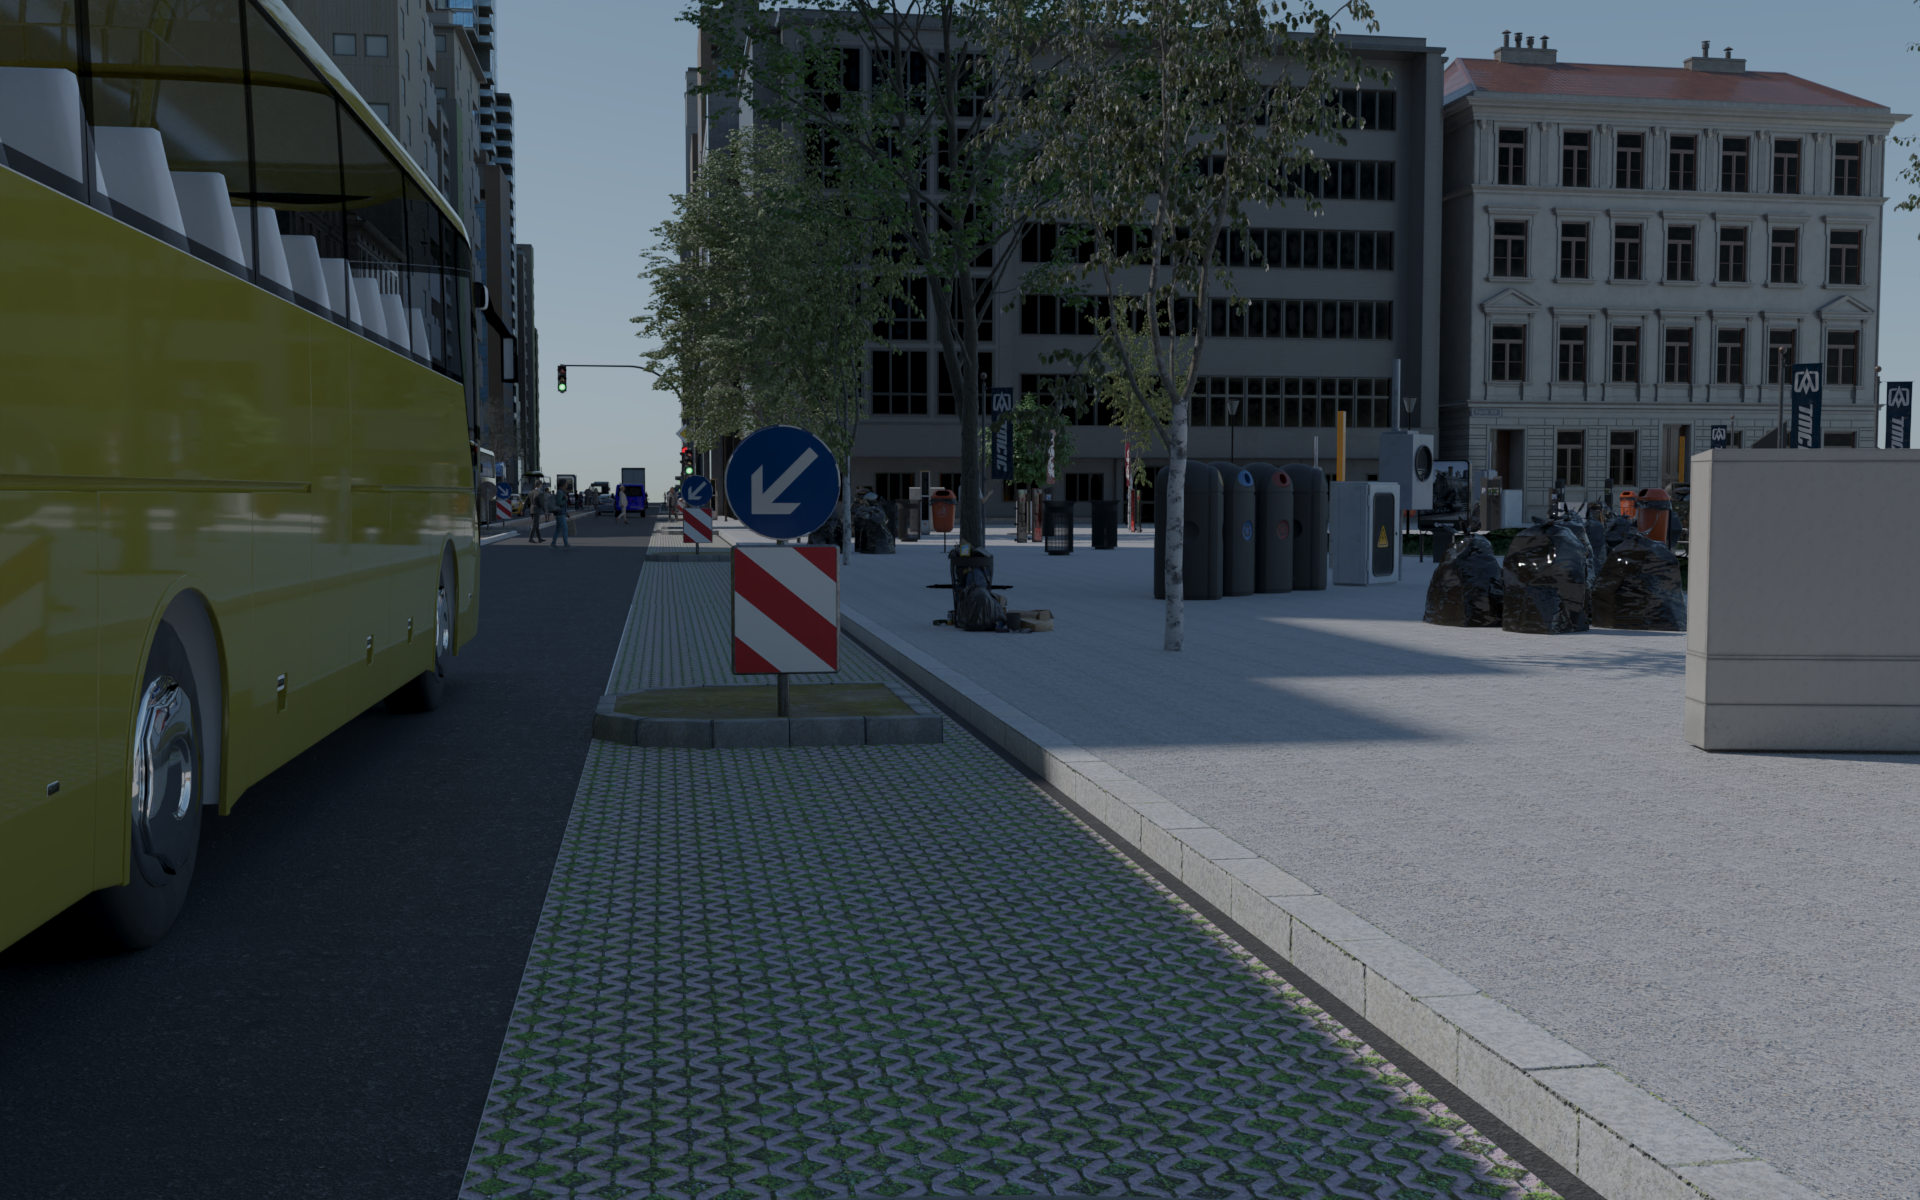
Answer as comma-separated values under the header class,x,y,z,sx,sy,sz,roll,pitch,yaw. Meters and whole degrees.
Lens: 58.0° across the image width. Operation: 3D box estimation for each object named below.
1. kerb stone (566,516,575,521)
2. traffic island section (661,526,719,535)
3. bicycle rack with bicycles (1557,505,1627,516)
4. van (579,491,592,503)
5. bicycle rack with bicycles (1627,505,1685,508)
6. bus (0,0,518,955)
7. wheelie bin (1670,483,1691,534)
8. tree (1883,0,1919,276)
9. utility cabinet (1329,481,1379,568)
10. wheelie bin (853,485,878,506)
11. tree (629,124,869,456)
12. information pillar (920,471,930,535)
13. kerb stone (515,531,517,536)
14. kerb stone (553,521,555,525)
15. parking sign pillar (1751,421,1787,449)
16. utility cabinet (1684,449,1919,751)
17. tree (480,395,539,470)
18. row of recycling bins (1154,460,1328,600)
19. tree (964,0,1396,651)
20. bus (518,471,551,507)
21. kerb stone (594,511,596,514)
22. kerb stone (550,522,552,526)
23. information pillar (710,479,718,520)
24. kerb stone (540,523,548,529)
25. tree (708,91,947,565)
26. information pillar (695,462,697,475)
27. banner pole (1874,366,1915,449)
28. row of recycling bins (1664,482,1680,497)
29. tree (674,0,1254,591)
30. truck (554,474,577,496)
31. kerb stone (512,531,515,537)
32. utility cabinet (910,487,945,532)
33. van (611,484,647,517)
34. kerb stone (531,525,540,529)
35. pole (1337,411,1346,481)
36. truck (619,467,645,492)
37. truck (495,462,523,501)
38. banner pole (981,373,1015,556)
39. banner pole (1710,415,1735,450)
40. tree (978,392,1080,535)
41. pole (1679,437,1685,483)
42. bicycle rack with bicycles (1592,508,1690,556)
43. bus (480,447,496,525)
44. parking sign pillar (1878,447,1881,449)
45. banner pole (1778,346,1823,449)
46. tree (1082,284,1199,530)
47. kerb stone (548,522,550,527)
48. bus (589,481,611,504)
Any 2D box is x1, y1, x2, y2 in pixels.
class,x,y,z,sx,sy,sz,roll,pitch,yaw
kerb stone,-21.479,-4.483,95.503,0.120,0.150,1.000,-1,4,-10
traffic island section,-9.610,-2.407,61.635,2.009,0.180,2.903,-1,4,-10
bicycle rack with bicycles,20.565,-2.632,56.411,2.852,0.926,2.925,1,4,18
van,-51.064,-13.958,235.230,2.013,2.044,4.112,-1,4,-11
bicycle rack with bicycles,20.038,-2.020,46.409,2.925,0.926,2.852,0,4,-6
bus,-4.132,-1.010,8.056,2.896,3.916,12.252,-1,4,-9
wheelie bin,20.349,-2.494,48.679,0.980,1.594,0.693,2,4,31
tree,12.300,-4.157,18.322,4.360,8.622,3.978,0,3,0
utility cabinet,6.940,-1.282,29.640,1.173,1.500,0.318,2,4,24
wheelie bin,-3.359,-3.274,61.445,0.980,1.594,0.693,2,4,24
tree,-6.602,-8.313,54.041,7.486,12.596,7.792,0,3,0
information pillar,-1.090,-3.059,54.507,0.304,2.012,0.304,0,4,1
kerb stone,-15.172,-2.226,58.595,0.120,0.150,1.000,-1,4,-10
kerb stone,-18.551,-3.435,78.355,0.120,0.150,1.000,-1,4,-10
parking sign pillar,29.752,-4.616,63.949,1.447,3.967,1.447,0,4,-5
utility cabinet,4.277,0.002,8.639,1.173,1.500,0.318,0,4,4
tree,-57.448,-18.618,214.767,12.009,13.543,11.850,0,3,0
row of recycling bins,3.616,-0.927,22.274,1.069,1.692,3.534,3,5,39
tree,1.782,-3.904,14.198,4.360,8.622,3.978,0,3,0
bus,-46.608,-12.164,190.422,2.896,3.916,12.252,-1,4,-10
kerb stone,-26.310,-6.210,123.816,0.120,0.150,1.000,-1,4,-10
kerb stone,-18.204,-3.311,76.336,0.120,0.150,1.000,-1,4,-10
information pillar,-12.034,-4.905,84.691,0.304,2.012,0.304,0,4,6
kerb stone,-17.861,-3.187,74.314,0.120,0.150,1.000,-1,4,-10
tree,-2.275,-4.930,30.969,4.737,8.622,4.395,0,3,0
information pillar,-19.484,-8.348,127.852,0.183,3.616,0.504,-1,4,-11
banner pole,18.150,-2.682,33.872,0.863,3.779,0.401,1,4,12
row of recycling bins,24.863,-3.089,57.624,1.069,1.692,3.534,-2,4,-24
tree,-0.024,-5.957,23.157,9.928,11.665,9.643,0,3,0
truck,-56.092,-15.775,246.840,2.839,4.237,11.283,-1,4,-10
kerb stone,-15.002,-2.164,57.587,0.120,0.150,1.000,-1,4,-10
utility cabinet,-1.103,-3.019,58.046,1.173,1.500,0.318,0,4,-2
van,-20.655,-6.355,108.284,2.240,2.365,5.245,-1,4,-12
kerb stone,-16.992,-2.879,69.268,0.120,0.150,1.000,-1,4,-10
pole,9.399,-2.990,42.735,0.158,3.312,0.155,0,3,0
truck,-35.539,-12.189,188.195,2.839,4.237,11.283,-1,4,-11
truck,-40.221,-9.858,150.941,2.967,4.110,18.799,-1,4,-9
banner pole,0.714,-2.799,35.783,0.863,3.779,0.401,1,4,13
banner pole,24.250,-3.976,55.022,0.863,3.779,0.401,2,4,26
tree,2.282,-4.362,55.037,4.285,4.588,4.351,0,3,0
pole,25.623,-4.140,61.525,0.158,3.312,0.155,0,3,0
bicycle rack with bicycles,14.699,-1.321,34.978,2.852,0.926,2.925,-1,4,-22
bus,-23.046,-5.393,79.723,2.896,3.916,12.252,-1,4,-12
parking sign pillar,43.267,-5.706,81.758,1.447,3.967,1.447,1,4,12
banner pole,14.118,-2.403,29.304,0.863,3.779,0.401,3,4,37
tree,6.332,-6.812,61.734,4.737,8.622,4.395,0,3,0
kerb stone,-18.028,-3.249,75.322,0.120,0.150,1.000,-1,4,-10
bus,-51.127,-15.387,246.429,2.948,3.499,13.247,-1,4,-10
